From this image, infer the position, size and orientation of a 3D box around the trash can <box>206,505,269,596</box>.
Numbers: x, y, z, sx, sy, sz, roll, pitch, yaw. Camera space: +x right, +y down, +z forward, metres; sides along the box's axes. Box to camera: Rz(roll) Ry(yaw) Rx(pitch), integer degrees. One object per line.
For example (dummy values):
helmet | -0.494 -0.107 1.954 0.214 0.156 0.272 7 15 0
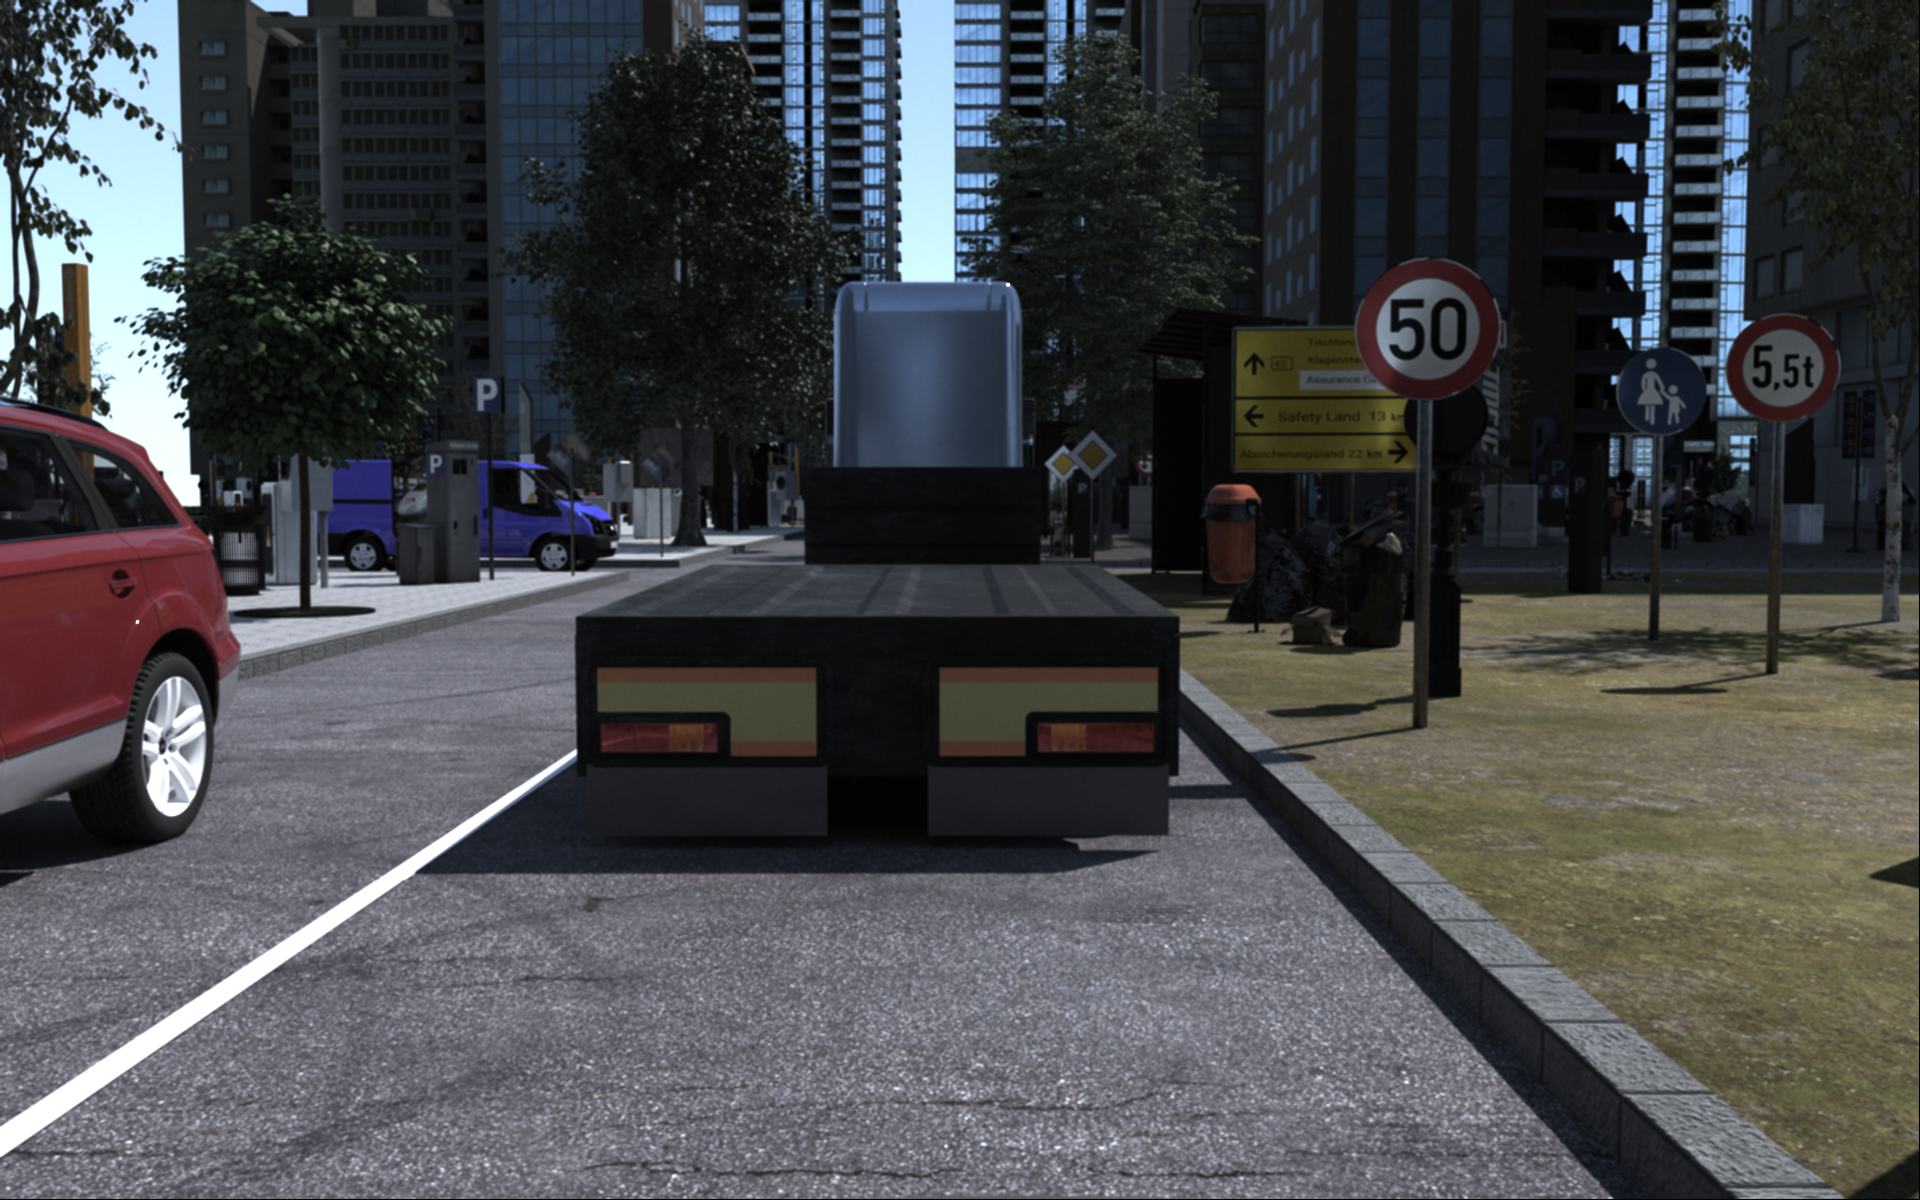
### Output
trash can | -9.150 -0.632 21.981 0.748 1.137 0.748 0 3 0

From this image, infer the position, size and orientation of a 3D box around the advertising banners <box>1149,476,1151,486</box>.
advertising banners | 7.490 -4.524 70.155 0.090 3.025 2.074 1 4 22

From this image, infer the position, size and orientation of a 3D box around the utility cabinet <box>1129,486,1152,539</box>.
utility cabinet | 5.351 -2.456 48.837 1.173 1.500 0.318 3 4 36

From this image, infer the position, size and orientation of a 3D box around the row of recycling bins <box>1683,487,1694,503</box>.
row of recycling bins | 40.934 -5.638 99.296 1.069 1.692 3.534 0 4 -6

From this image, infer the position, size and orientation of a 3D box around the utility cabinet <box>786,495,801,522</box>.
utility cabinet | -7.934 -4.272 81.012 1.020 1.237 0.306 0 4 1

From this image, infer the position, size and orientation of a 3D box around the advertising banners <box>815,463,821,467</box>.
advertising banners | -7.335 -6.107 96.043 2.074 3.025 0.090 3 5 44

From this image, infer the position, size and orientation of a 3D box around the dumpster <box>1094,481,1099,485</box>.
dumpster | 5.882 -4.439 78.338 1.264 1.857 1.865 0 4 0

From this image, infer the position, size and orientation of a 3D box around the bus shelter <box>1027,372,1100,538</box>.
bus shelter | 3.034 -4.682 54.186 2.179 5.291 8.768 0 3 0

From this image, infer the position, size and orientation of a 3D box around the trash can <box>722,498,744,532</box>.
trash can | -7.686 -2.876 58.681 0.748 1.137 0.748 0 3 0

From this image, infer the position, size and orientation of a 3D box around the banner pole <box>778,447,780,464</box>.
banner pole | -9.591 -6.245 92.130 0.401 3.779 0.863 0 4 -2

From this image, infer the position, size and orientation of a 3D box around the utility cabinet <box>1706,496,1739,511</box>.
utility cabinet | 26.417 -2.981 59.903 1.020 1.237 0.306 -1 4 -18

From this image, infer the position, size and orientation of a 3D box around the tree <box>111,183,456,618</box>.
tree | -7.114 -2.125 18.451 4.285 4.588 4.351 0 3 0

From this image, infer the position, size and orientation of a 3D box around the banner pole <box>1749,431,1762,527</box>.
banner pole | 31.280 -4.782 68.208 0.863 3.779 0.401 -3 4 -36

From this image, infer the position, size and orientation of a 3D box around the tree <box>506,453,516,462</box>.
tree | -20.978 -5.291 81.117 1.663 3.219 1.824 0 3 0

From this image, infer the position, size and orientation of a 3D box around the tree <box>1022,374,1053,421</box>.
tree | 3.491 -9.464 105.105 4.737 8.622 4.395 0 3 0

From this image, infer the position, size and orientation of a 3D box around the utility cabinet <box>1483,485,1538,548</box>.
utility cabinet | 13.040 -1.979 41.042 1.173 1.500 0.318 3 4 36

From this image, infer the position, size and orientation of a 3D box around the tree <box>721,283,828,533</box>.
tree | -7.064 -6.473 56.204 4.737 8.622 4.395 0 3 0

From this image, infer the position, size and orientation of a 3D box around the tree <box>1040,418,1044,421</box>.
tree | 2.804 -13.968 145.392 9.611 12.733 9.660 0 3 0

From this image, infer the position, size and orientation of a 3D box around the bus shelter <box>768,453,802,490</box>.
bus shelter | -9.201 -5.694 87.020 2.014 3.302 5.546 0 4 0

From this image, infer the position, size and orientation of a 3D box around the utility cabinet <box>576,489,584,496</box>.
utility cabinet | -17.653 -4.329 79.465 0.318 1.500 1.173 -3 4 -39

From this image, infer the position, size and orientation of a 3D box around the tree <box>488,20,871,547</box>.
tree | -6.694 -7.677 42.527 9.611 12.733 9.660 0 3 0

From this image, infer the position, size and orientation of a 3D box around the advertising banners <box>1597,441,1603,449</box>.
advertising banners | 21.053 -3.763 57.713 0.090 3.025 2.074 0 4 4

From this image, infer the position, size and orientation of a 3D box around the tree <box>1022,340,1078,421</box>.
tree | 3.173 -12.796 119.586 12.009 13.543 11.850 0 3 0

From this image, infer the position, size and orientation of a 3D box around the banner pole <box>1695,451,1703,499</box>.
banner pole | 42.869 -6.759 100.532 0.401 3.779 0.863 0 4 -6

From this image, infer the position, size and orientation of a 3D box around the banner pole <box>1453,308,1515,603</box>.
banner pole | 6.127 -1.865 20.502 0.863 3.779 0.401 0 4 -7

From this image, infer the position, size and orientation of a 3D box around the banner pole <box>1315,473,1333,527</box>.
banner pole | 14.114 -4.725 67.270 0.863 3.779 0.401 -2 4 -23

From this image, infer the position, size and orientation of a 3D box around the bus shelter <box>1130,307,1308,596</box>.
bus shelter | 3.588 -2.056 24.894 1.731 3.624 6.357 0 4 0

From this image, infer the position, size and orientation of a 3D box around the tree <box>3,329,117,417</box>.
tree | -36.761 -7.367 70.812 4.737 8.622 4.395 0 3 0

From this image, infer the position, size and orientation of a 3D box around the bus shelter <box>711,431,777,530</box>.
bus shelter | -7.972 -4.469 64.345 1.731 3.624 6.357 0 3 0

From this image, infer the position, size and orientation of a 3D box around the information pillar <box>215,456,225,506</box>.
information pillar | -44.448 -6.893 104.055 0.504 3.616 0.183 -2 4 -29

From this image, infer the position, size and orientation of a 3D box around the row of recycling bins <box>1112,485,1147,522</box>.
row of recycling bins | 8.256 -4.426 79.471 3.534 1.692 1.069 -2 4 -34

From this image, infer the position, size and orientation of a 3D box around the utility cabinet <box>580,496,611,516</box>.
utility cabinet | -10.973 -2.488 51.841 1.020 1.237 0.306 1 4 14

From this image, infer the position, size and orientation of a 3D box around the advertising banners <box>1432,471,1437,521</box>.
advertising banners | 17.074 -4.024 61.975 0.090 3.025 2.074 0 4 5

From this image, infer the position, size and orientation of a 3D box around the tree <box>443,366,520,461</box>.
tree | -27.779 -9.174 100.353 4.360 8.622 3.978 0 3 0

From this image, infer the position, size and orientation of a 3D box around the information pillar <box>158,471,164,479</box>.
information pillar | -25.194 -3.057 54.480 0.304 2.012 0.304 -2 4 -26

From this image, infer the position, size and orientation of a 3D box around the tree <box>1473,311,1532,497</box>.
tree | 20.043 -7.114 66.674 4.737 8.622 4.395 0 3 0

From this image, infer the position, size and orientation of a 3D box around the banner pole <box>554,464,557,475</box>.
banner pole | -23.380 -6.657 98.856 0.863 3.779 0.401 0 4 3

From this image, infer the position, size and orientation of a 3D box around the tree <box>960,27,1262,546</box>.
tree | 3.585 -7.658 43.337 7.486 12.596 7.792 0 3 0

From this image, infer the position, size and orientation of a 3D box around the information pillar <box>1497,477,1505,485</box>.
information pillar | 22.764 -4.187 72.956 0.304 2.012 0.304 1 4 20

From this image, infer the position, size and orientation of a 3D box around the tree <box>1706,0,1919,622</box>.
tree | 9.351 -4.075 16.994 4.737 8.622 4.395 0 3 0

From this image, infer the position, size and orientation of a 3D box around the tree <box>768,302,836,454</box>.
tree | -6.477 -11.799 103.291 12.009 13.543 11.850 0 3 0

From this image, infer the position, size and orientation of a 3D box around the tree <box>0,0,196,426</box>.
tree | -6.995 -3.774 12.061 4.360 8.622 3.978 0 3 0

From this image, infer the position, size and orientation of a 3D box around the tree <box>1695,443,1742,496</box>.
tree | 28.766 -4.347 65.681 1.663 3.219 1.824 0 3 0

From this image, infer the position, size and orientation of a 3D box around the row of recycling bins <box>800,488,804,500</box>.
row of recycling bins | -9.348 -5.605 98.755 1.069 1.692 3.534 0 4 -4

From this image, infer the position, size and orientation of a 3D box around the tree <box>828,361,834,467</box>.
tree | -6.488 -7.946 80.284 4.737 8.622 4.395 0 3 0

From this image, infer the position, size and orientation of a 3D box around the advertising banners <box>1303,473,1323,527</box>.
advertising banners | 8.936 -3.010 45.398 0.090 3.025 2.074 -2 4 -27

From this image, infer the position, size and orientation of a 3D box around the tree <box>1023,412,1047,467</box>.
tree | 2.921 -5.055 66.362 4.285 4.588 4.351 0 3 0

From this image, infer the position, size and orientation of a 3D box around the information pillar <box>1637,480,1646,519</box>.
information pillar | 35.184 -5.196 89.448 0.304 2.012 0.304 -1 4 -20

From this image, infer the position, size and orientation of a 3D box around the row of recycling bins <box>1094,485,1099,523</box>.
row of recycling bins | 4.732 -4.230 76.268 3.534 1.692 1.069 -1 4 -9

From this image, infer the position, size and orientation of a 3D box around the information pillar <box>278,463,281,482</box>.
information pillar | -14.485 -2.812 37.324 0.504 3.616 0.183 1 4 23

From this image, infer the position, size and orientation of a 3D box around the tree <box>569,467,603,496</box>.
tree | -19.589 -5.847 90.196 1.663 3.219 1.824 0 3 0

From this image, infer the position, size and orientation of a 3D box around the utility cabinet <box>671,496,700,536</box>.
utility cabinet | -8.445 -2.540 52.699 1.020 1.237 0.306 -2 4 -27

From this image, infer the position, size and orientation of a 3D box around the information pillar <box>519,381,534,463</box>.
information pillar | -8.989 -2.728 35.959 0.183 3.616 0.504 -3 5 -41
